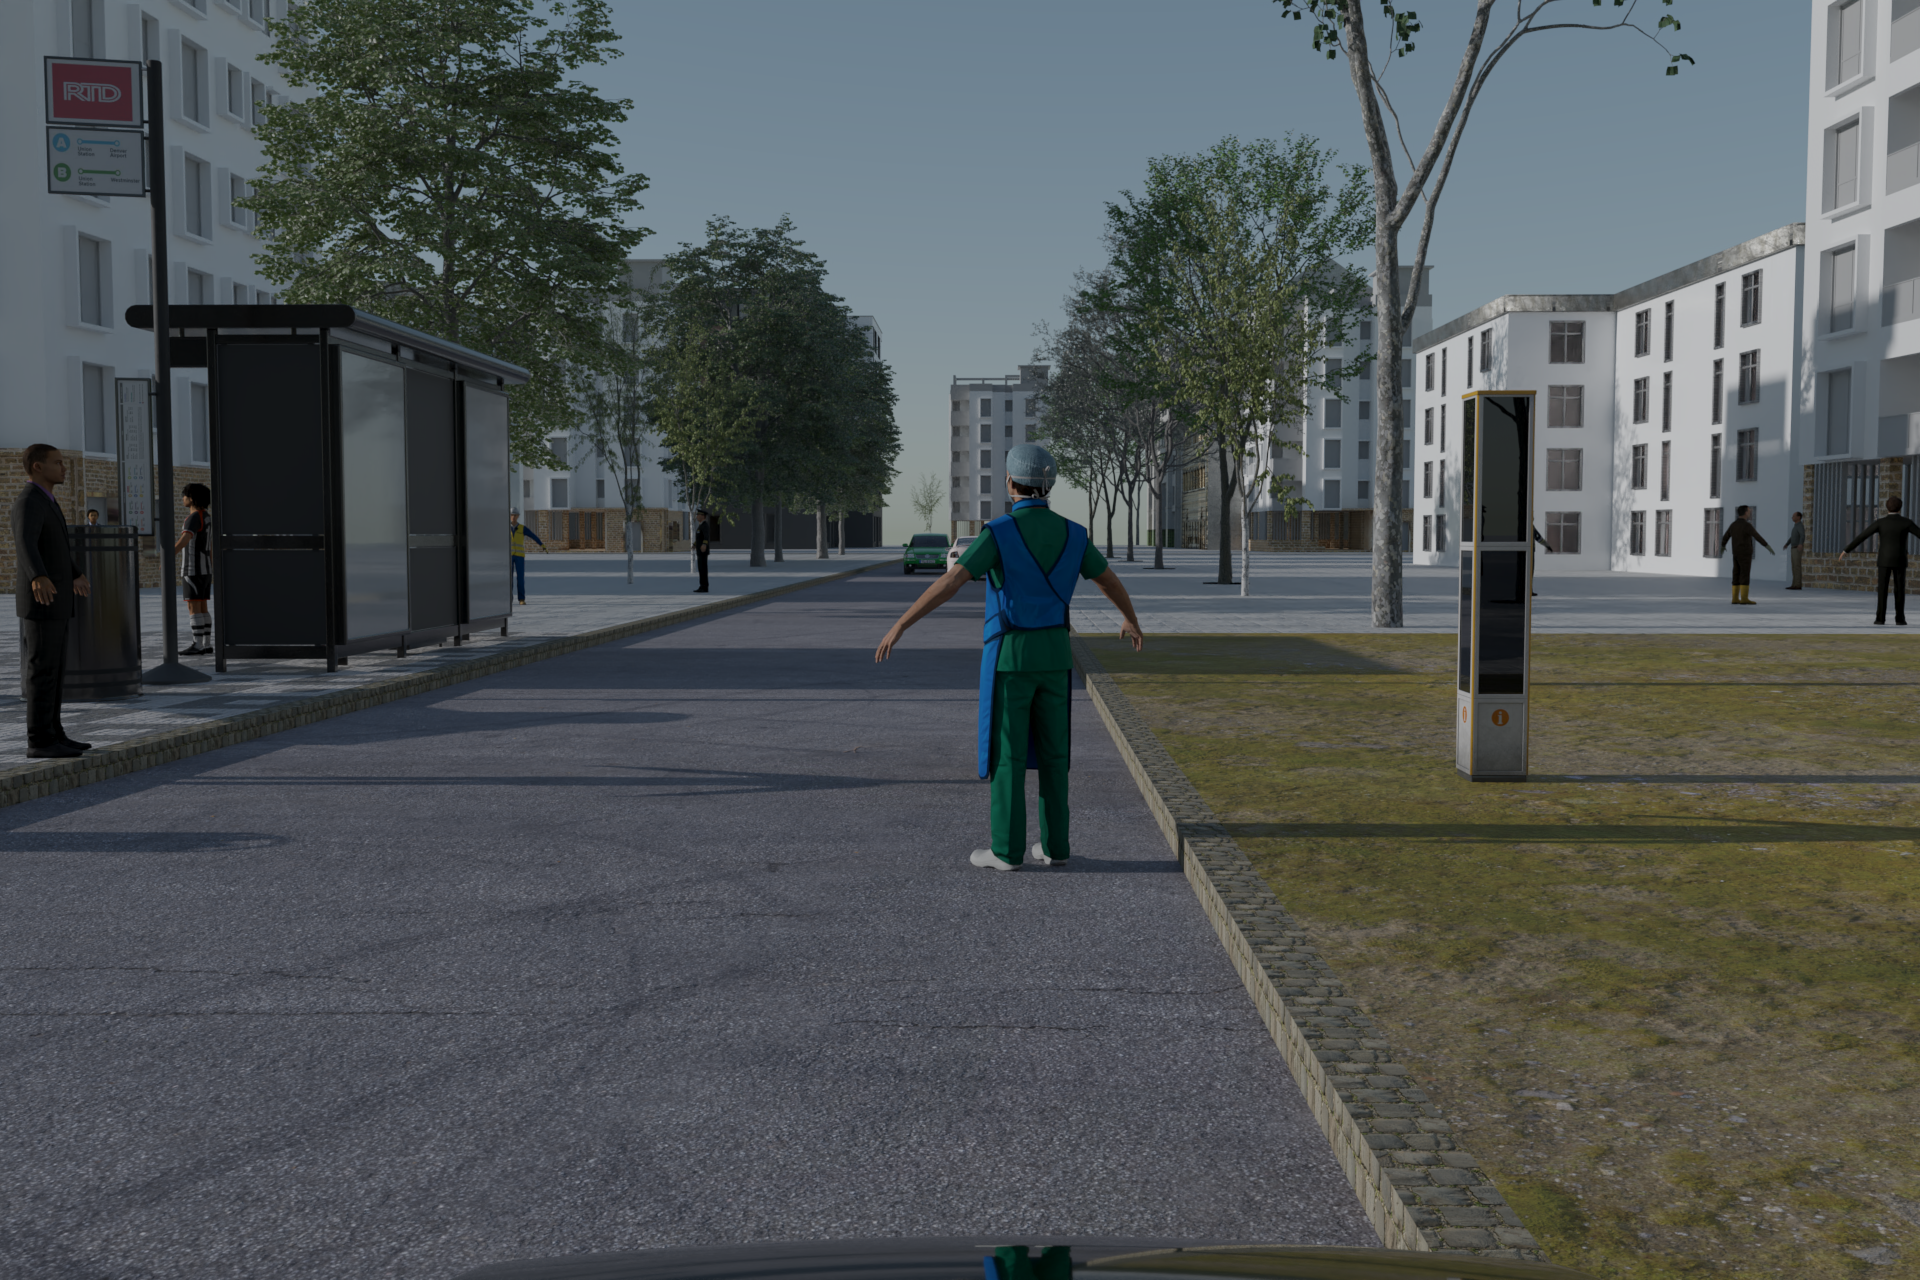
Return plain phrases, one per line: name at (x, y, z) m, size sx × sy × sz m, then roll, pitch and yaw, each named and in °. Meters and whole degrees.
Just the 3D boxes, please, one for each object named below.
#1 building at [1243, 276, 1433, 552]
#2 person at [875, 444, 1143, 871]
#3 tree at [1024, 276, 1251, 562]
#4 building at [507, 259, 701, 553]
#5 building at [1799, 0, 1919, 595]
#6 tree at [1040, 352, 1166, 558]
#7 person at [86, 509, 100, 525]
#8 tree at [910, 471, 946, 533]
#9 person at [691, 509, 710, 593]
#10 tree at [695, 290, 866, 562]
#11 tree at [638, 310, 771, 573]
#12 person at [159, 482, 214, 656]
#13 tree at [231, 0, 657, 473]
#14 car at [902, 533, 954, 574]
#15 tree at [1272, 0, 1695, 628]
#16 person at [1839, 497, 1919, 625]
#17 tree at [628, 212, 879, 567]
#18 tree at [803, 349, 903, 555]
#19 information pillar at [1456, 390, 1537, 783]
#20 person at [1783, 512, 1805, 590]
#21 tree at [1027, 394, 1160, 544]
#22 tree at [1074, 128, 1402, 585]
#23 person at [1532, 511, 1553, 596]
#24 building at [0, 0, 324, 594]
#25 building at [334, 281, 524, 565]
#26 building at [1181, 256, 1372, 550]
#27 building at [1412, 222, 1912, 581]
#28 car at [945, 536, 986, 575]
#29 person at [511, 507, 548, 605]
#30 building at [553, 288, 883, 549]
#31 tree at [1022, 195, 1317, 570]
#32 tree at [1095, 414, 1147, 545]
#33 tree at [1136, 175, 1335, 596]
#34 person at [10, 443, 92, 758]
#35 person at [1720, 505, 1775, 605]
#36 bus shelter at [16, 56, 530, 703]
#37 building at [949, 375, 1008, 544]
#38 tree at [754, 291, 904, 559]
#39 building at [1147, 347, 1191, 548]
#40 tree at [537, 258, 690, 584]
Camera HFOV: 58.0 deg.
building at (27.310, -16.992, 134.234) m, size 16.016 × 20.090 × 11.380 m, roll 0°, pitch 4°, yaw 2°
person at (0.278, 0.068, 7.468) m, size 1.347 × 1.817 × 0.704 m, roll -2°, pitch 4°, yaw -30°
tree at (7.875, -10.397, 80.366) m, size 12.009 × 13.543 × 11.850 m, roll 0°, pitch 3°, yaw 0°
building at (-25.180, -16.157, 120.580) m, size 16.016 × 20.090 × 11.380 m, roll 0°, pitch 4°, yaw 1°
building at (25.169, -11.168, 39.017) m, size 16.016 × 20.090 × 11.380 m, roll 0°, pitch 4°, yaw 2°
tree at (8.130, -10.221, 92.874) m, size 9.928 × 11.665 × 9.643 m, roll 0°, pitch 3°, yaw 0°
person at (-15.777, -1.520, 31.577) m, size 1.216 × 1.740 × 0.721 m, roll -2°, pitch 4°, yaw -29°
tree at (-3.210, -15.275, 200.115) m, size 4.360 × 8.622 × 3.978 m, roll 0°, pitch 3°, yaw 0°
person at (-5.677, -1.962, 38.006) m, size 0.705 × 1.837 × 1.347 m, roll -1°, pitch 4°, yaw -19°
tree at (-8.151, -9.823, 78.734) m, size 7.486 × 12.596 × 7.792 m, roll 0°, pitch 3°, yaw 0°
tree at (-8.663, -6.521, 56.982) m, size 4.737 × 8.622 × 4.395 m, roll 0°, pitch 3°, yaw 0°
person at (-8.125, -0.749, 18.383) m, size 0.704 × 1.843 × 1.345 m, roll 0°, pitch 4°, yaw -4°
tree at (-9.112, -6.891, 30.798) m, size 7.486 × 12.596 × 7.792 m, roll 0°, pitch 3°, yaw 0°
car at (-1.080, -3.306, 62.842) m, size 1.959 × 1.807 × 4.718 m, roll 0°, pitch 4°, yaw 2°
tree at (6.302, -10.151, 21.856) m, size 12.611 × 20.169 × 13.585 m, roll 0°, pitch 3°, yaw 0°
person at (13.148, -1.115, 24.423) m, size 1.347 × 1.806 × 0.705 m, roll 2°, pitch 4°, yaw 28°
tree at (-8.053, -9.852, 67.735) m, size 9.857 × 13.997 × 8.962 m, roll 0°, pitch 3°, yaw 0°
tree at (-6.969, -11.497, 106.098) m, size 7.486 × 12.596 × 7.792 m, roll 0°, pitch 3°, yaw 0°
information pillar at (2.787, -0.277, 9.024) m, size 0.304 × 2.012 × 0.304 m, roll 0°, pitch 4°, yaw 2°
person at (19.254, -2.057, 39.911) m, size 0.705 × 1.796 × 1.348 m, roll 1°, pitch 4°, yaw 11°
tree at (7.998, -10.854, 103.217) m, size 9.928 × 11.665 × 9.643 m, roll 0°, pitch 3°, yaw 0°
tree at (6.951, -7.235, 44.041) m, size 9.928 × 11.665 × 9.643 m, roll 0°, pitch 3°, yaw 0°
person at (11.681, -1.827, 35.650) m, size 1.354 × 1.856 × 0.705 m, roll -2°, pitch 4°, yaw -33°
building at (-24.178, -11.137, 38.512) m, size 16.016 × 20.090 × 11.380 m, roll 0°, pitch 4°, yaw 1°
building at (-22.590, -7.919, 71.626) m, size 9.099 × 9.664 × 28.070 m, roll 0°, pitch 4°, yaw 1°
building at (29.013, -19.273, 146.043) m, size 19.493 × 23.208 × 18.063 m, roll 0°, pitch 4°, yaw 1°
building at (23.634, -7.258, 60.821) m, size 9.099 × 9.664 × 28.070 m, roll 0°, pitch 4°, yaw 2°
car at (0.562, -2.588, 54.675) m, size 2.083 × 1.381 × 4.827 m, roll 0°, pitch 4°, yaw 2°
person at (-8.067, -1.521, 31.331) m, size 1.216 × 1.772 × 0.721 m, roll 0°, pitch 4°, yaw -7°
building at (-22.119, -19.343, 160.229) m, size 27.936 × 21.610 × 32.646 m, roll 0°, pitch 4°, yaw 1°
tree at (7.171, -9.313, 62.631) m, size 12.009 × 13.543 × 11.850 m, roll 0°, pitch 3°, yaw 0°
tree at (21.390, -21.031, 199.744) m, size 12.611 × 20.169 × 13.585 m, roll 0°, pitch 3°, yaw 0°
tree at (5.799, -5.203, 35.432) m, size 4.737 × 8.622 × 4.395 m, roll 0°, pitch 3°, yaw 0°
person at (-5.263, -0.233, 10.031) m, size 0.704 × 1.802 × 1.346 m, roll -1°, pitch 4°, yaw -19°
person at (14.264, -1.553, 31.522) m, size 0.704 × 1.812 × 1.346 m, roll -1°, pitch 4°, yaw -16°
bus shelter at (-6.546, -2.428, 17.331) m, size 2.179 × 5.291 × 8.768 m, roll 0°, pitch 4°, yaw 1°
building at (-0.890, -20.748, 198.110) m, size 11.380 × 20.090 × 16.016 m, roll 0°, pitch 4°, yaw -2°
tree at (-7.129, -11.206, 89.869) m, size 9.857 × 13.997 × 8.962 m, roll 0°, pitch 3°, yaw 0°
building at (28.255, -18.671, 171.730) m, size 16.747 × 18.905 × 31.486 m, roll 0°, pitch 4°, yaw 2°
tree at (-8.312, -5.761, 44.561) m, size 4.360 × 8.622 × 3.978 m, roll 0°, pitch 3°, yaw 0°
